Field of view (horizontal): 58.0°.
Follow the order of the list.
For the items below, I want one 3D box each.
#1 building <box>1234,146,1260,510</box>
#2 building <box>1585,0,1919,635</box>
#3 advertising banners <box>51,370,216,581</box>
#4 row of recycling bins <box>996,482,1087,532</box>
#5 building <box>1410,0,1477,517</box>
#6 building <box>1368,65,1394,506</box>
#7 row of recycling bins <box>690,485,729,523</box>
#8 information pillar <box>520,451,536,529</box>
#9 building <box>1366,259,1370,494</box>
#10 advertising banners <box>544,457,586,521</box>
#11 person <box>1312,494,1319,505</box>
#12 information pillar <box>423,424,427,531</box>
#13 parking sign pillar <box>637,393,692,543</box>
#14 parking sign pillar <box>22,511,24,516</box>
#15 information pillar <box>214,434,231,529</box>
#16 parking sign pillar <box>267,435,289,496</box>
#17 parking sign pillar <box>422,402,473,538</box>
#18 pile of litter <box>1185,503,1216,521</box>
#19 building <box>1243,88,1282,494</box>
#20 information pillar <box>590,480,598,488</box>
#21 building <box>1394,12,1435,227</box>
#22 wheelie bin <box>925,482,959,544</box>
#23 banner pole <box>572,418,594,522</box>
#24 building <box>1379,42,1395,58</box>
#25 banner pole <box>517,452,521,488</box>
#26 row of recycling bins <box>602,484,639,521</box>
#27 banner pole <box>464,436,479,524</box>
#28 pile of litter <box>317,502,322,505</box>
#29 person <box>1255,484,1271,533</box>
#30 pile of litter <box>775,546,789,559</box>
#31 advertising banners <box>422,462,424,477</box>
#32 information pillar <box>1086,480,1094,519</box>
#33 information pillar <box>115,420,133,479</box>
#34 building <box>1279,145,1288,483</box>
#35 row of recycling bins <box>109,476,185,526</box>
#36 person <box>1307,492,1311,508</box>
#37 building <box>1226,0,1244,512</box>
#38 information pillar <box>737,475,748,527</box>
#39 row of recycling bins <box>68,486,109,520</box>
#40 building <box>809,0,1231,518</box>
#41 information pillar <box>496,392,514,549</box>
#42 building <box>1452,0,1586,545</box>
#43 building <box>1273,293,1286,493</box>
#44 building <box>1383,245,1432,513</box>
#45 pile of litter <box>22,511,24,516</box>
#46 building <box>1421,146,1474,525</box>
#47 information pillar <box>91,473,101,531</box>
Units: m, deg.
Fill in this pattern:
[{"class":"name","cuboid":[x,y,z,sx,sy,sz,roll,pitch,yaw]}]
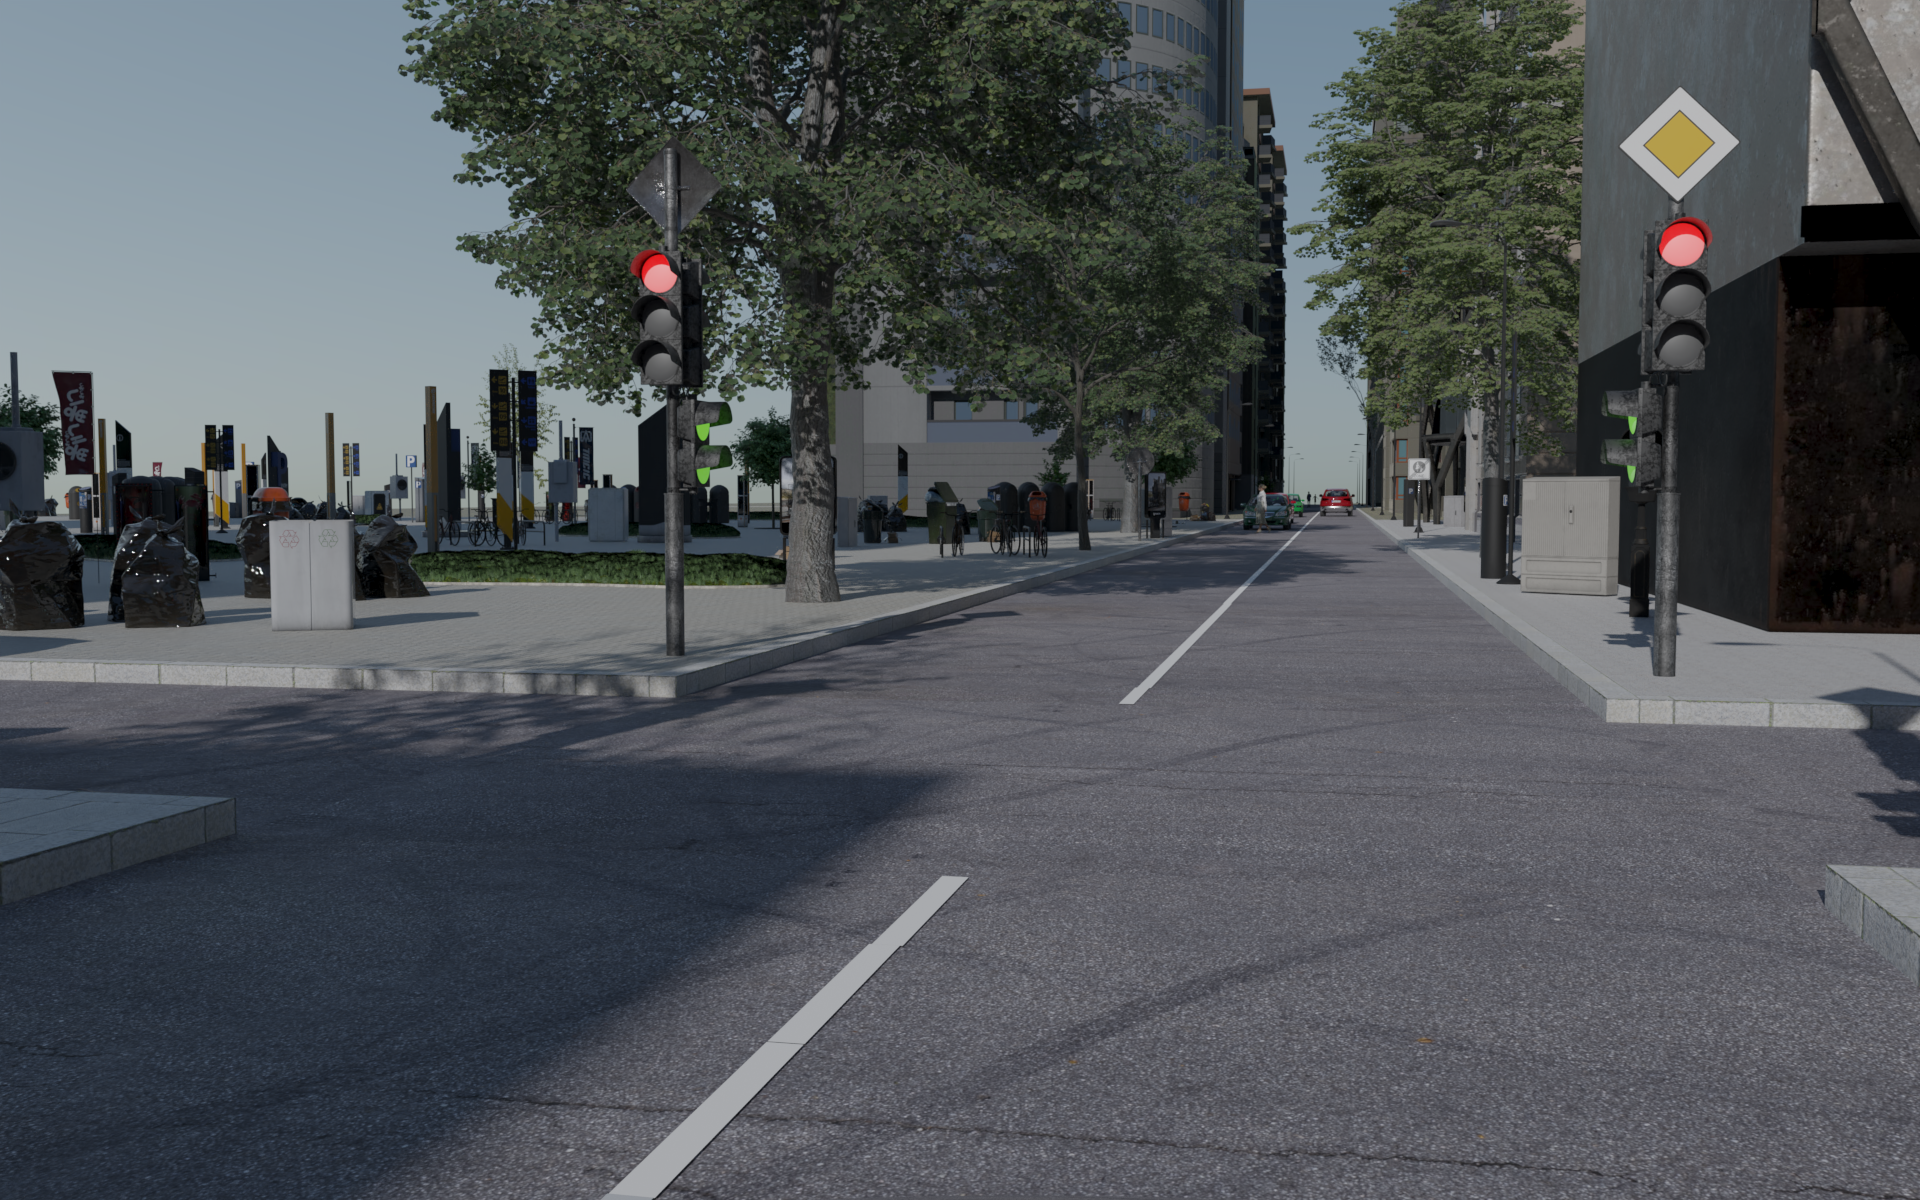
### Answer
[{"class":"building","cuboid":[19.007,-23.336,153.242,14.160,30.474,14.107,1,4,12]},{"class":"building","cuboid":[16.755,-9.253,18.745,16.811,18.784,16.820,1,4,12]},{"class":"advertising banners","cuboid":[-11.915,-1.764,25.033,2.074,3.025,0.090,-2,4,-27]},{"class":"row of recycling bins","cuboid":[2.733,-3.160,58.771,3.534,1.692,1.069,-2,4,-27]},{"class":"building","cuboid":[37.369,-27.135,98.275,22.147,44.769,28.867,1,4,12]},{"class":"building","cuboid":[55.151,-34.391,185.988,21.300,48.544,21.600,1,4,12]},{"class":"row of recycling bins","cuboid":[-11.892,-4.212,75.986,3.534,1.692,1.069,-1,4,-16]},{"class":"information pillar","cuboid":[-16.017,-4.453,64.162,0.504,3.616,0.183,-1,4,-21]},{"class":"building","cuboid":[55.480,-26.524,205.361,14.160,30.474,14.107,1,4,12]},{"class":"advertising banners","cuboid":[-18.559,-5.226,81.635,2.074,3.025,0.090,-1,4,-10]},{"class":"person","cuboid":[45.991,-12.990,224.149,0.557,1.426,1.065,-3,4,-36]},{"class":"information pillar","cuboid":[-17.875,-4.092,58.258,0.183,3.616,0.504,1,4,11]},{"class":"parking sign pillar","cuboid":[-7.849,-3.514,45.934,1.447,3.967,1.447,1,4,12]},{"class":"parking sign pillar","cuboid":[-44.058,-5.646,80.781,1.447,3.967,1.447,3,4,38]},{"class":"information pillar","cuboid":[-27.206,-4.432,63.812,0.504,3.616,0.183,-3,5,-41]},{"class":"parking sign pillar","cuboid":[-31.562,-5.610,80.194,1.447,3.967,1.447,0,4,2]},{"class":"parking sign pillar","cuboid":[-15.309,-3.861,51.600,1.447,3.967,1.447,-3,4,-36]},{"class":"pile of litter","cuboid":[11.454,-4.185,82.386,1.719,0.858,1.176,-1,4,-14]},{"class":"building","cuboid":[22.296,-32.499,185.978,22.147,44.769,28.867,1,4,12]},{"class":"information pillar","cuboid":[-18.814,-5.175,89.097,0.304,2.012,0.304,3,4,39]},{"class":"building","cuboid":[44.400,-28.479,149.232,14.154,41.232,14.086,1,4,12]},{"class":"wheelie bin","cuboid":[-0.499,-2.238,44.499,0.693,1.594,0.980,2,4,32]},{"class":"banner pole","cuboid":[-12.419,-4.088,56.862,0.863,3.779,0.401,-1,4,-17]},{"class":"building","cuboid":[64.516,-41.722,224.158,21.231,58.520,28.212,1,4,12]},{"class":"banner pole","cuboid":[-23.027,-6.199,91.365,0.401,3.779,0.863,3,5,41]},{"class":"row of recycling bins","cuboid":[-13.409,-3.943,71.579,3.534,1.692,1.069,2,4,29]},{"class":"banner pole","cuboid":[-20.934,-5.160,74.386,0.863,3.779,0.401,2,4,27]},{"class":"pile of litter","cuboid":[-34.880,-4.907,94.194,1.719,0.858,1.176,2,4,33]},{"class":"person","cuboid":[11.098,-3.345,63.411,0.641,1.798,0.478,0,4,5]},{"class":"pile of litter","cuboid":[-3.135,-1.247,34.349,1.176,0.858,1.719,1,4,20]},{"class":"advertising banners","cuboid":[-29.283,-6.063,95.310,0.090,3.025,2.074,-2,4,-32]},{"class":"information pillar","cuboid":[6.628,-5.139,88.521,0.304,2.012,0.304,-2,4,-26]},{"class":"information pillar","cuboid":[-26.472,-3.884,54.855,0.504,3.616,0.183,0,4,2]},{"class":"building","cuboid":[29.020,-34.260,214.771,22.147,44.769,28.867,1,4,12]},{"class":"row of recycling bins","cuboid":[-18.420,-2.008,39.948,1.069,1.692,3.534,-1,4,-9]},{"class":"person","cuboid":[37.176,-10.708,184.499,0.541,1.710,0.530,0,4,-6]},{"class":"building","cuboid":[12.899,-29.006,124.359,14.600,45.320,14.200,1,4,12]},{"class":"information pillar","cuboid":[-8.392,-3.815,66.866,0.304,2.012,0.304,1,4,21]},{"class":"row of recycling bins","cuboid":[-43.047,-4.906,87.334,3.534,1.692,1.069,-1,4,-12]},{"class":"building","cuboid":[4.651,-34.324,103.194,21.231,58.520,28.212,1,4,12]},{"class":"information pillar","cuboid":[-10.447,-2.957,39.708,0.183,3.616,0.504,1,4,22]},{"class":"building","cuboid":[22.180,-16.188,50.584,13.634,28.700,20.117,1,4,12]},{"class":"building","cuboid":[36.828,-28.365,235.462,14.160,30.474,14.107,1,4,12]},{"class":"building","cuboid":[45.823,-17.280,127.572,27.650,21.520,28.899,1,4,12]},{"class":"pile of litter","cuboid":[-40.123,-3.635,73.397,1.719,0.858,1.176,-3,5,-42]},{"class":"building","cuboid":[28.489,-12.662,74.474,16.820,18.784,16.811,1,4,12]},{"class":"information pillar","cuboid":[-29.587,-3.365,59.506,0.304,2.012,0.304,0,4,8]}]
